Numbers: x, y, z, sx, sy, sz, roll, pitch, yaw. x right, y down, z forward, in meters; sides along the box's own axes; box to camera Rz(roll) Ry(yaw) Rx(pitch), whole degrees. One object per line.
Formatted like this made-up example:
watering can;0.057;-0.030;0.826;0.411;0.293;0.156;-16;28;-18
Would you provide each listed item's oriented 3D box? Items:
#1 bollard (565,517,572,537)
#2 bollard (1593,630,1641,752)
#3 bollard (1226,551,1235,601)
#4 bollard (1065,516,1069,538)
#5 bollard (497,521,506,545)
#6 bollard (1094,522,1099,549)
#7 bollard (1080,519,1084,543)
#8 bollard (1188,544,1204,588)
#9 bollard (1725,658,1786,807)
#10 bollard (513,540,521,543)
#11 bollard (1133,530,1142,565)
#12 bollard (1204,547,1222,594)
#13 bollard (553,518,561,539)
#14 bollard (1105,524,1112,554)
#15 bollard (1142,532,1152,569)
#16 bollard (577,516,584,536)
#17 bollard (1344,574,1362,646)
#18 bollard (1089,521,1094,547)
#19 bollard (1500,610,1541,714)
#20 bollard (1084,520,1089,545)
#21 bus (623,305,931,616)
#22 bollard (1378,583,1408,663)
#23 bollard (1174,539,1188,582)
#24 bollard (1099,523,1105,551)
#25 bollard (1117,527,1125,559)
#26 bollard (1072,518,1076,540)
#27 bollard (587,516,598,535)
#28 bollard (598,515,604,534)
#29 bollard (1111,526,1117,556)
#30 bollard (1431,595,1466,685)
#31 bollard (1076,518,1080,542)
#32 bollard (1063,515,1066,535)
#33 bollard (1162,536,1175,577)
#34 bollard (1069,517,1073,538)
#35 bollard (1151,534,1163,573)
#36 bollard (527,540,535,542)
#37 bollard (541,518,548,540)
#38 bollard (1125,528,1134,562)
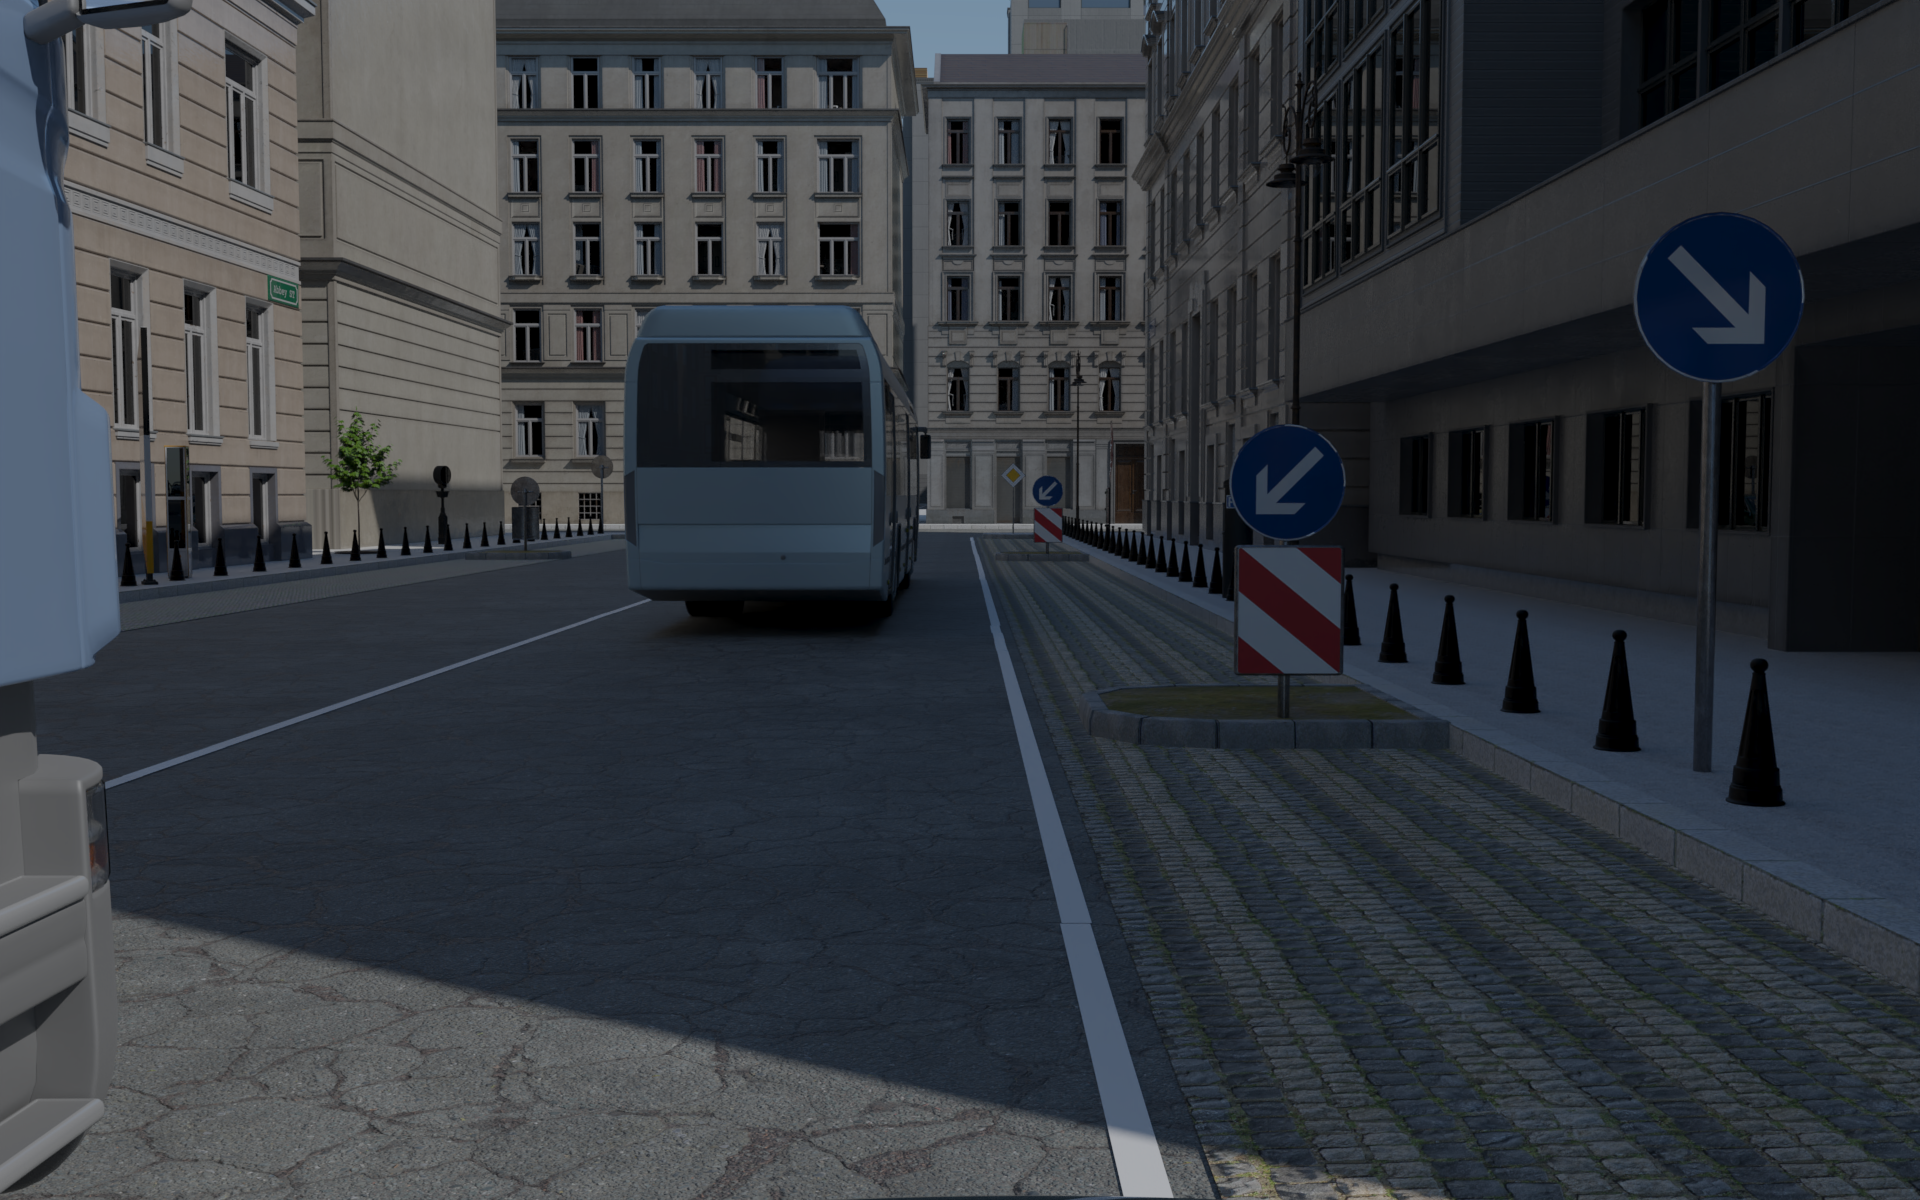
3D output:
bollard;-11.596;-2.159;51.337;0.229;0.601;0.229;0;3;0
bollard;3.306;0.449;8.696;0.229;0.601;0.229;0;3;0
bollard;3.304;-0.290;20.776;0.229;0.601;0.229;0;3;0
bollard;3.301;-2.141;51.045;0.229;0.601;0.229;0;3;0
bollard;-11.596;-1.696;43.767;0.229;0.601;0.229;0;3;0
bollard;3.301;-1.493;40.450;0.229;0.601;0.229;0;3;0
bollard;3.305;-1.771;44.999;0.229;0.601;0.229;0;3;0
bollard;3.305;-0.475;23.808;0.229;0.601;0.229;0;3;0
bollard;3.309;0.542;7.186;0.229;0.601;0.229;0;3;0
bollard;-11.596;-1.788;45.276;0.229;0.601;0.229;0;3;0
bollard;3.307;-0.938;31.374;0.229;0.601;0.229;0;3;0
bollard;3.306;-0.382;22.288;0.229;0.601;0.229;0;3;0
bollard;-11.596;-2.066;49.817;0.229;0.601;0.229;0;3;0
bollard;3.304;-1.308;37.420;0.229;0.601;0.229;0;3;0
bollard;3.302;-0.845;29.865;0.229;0.601;0.229;0;3;0
bollard;-11.595;-2.251;52.845;0.229;0.601;0.229;0;3;0
bollard;3.307;0.080;14.733;0.229;0.601;0.229;0;3;0
bollard;3.300;-1.586;41.975;0.229;0.601;0.229;0;3;0
bollard;3.308;0.357;10.204;0.229;0.601;0.229;0;3;0
bollard;3.302;-1.679;43.488;0.229;0.601;0.229;0;3;0
bus;-1.985;-1.754;23.534;2.948;3.499;13.247;0;4;0
bollard;3.310;0.172;13.222;0.229;0.601;0.229;0;3;0
bollard;3.302;-0.568;25.326;0.229;0.601;0.229;0;3;0
bollard;3.306;-1.400;38.936;0.229;0.601;0.229;0;3;0
bollard;3.303;-1.122;34.391;0.229;0.601;0.229;0;3;0
bollard;3.299;-1.956;48.017;0.229;0.601;0.229;0;3;0
bollard;-11.595;-2.343;54.357;0.229;0.601;0.229;0;3;0
bollard;-11.598;-2.436;55.878;0.229;0.601;0.229;0;3;0
bollard;3.306;-1.215;35.900;0.229;0.601;0.229;0;3;0
bollard;3.307;0.265;11.713;0.229;0.601;0.229;0;3;0
bollard;3.301;-1.863;46.508;0.229;0.601;0.229;0;3;0
bollard;3.303;-2.234;52.573;0.229;0.601;0.229;0;3;0
bollard;3.304;-0.660;26.835;0.229;0.601;0.229;0;3;0
bollard;3.301;-2.048;49.533;0.229;0.601;0.229;0;3;0
bollard;3.300;-0.753;28.356;0.229;0.601;0.229;0;3;0
bollard;-11.594;-1.881;46.800;0.229;0.601;0.229;0;3;0
bollard;-11.598;-1.974;48.308;0.229;0.601;0.229;0;3;0
bollard;3.303;-1.030;32.883;0.229;0.601;0.229;0;3;0
